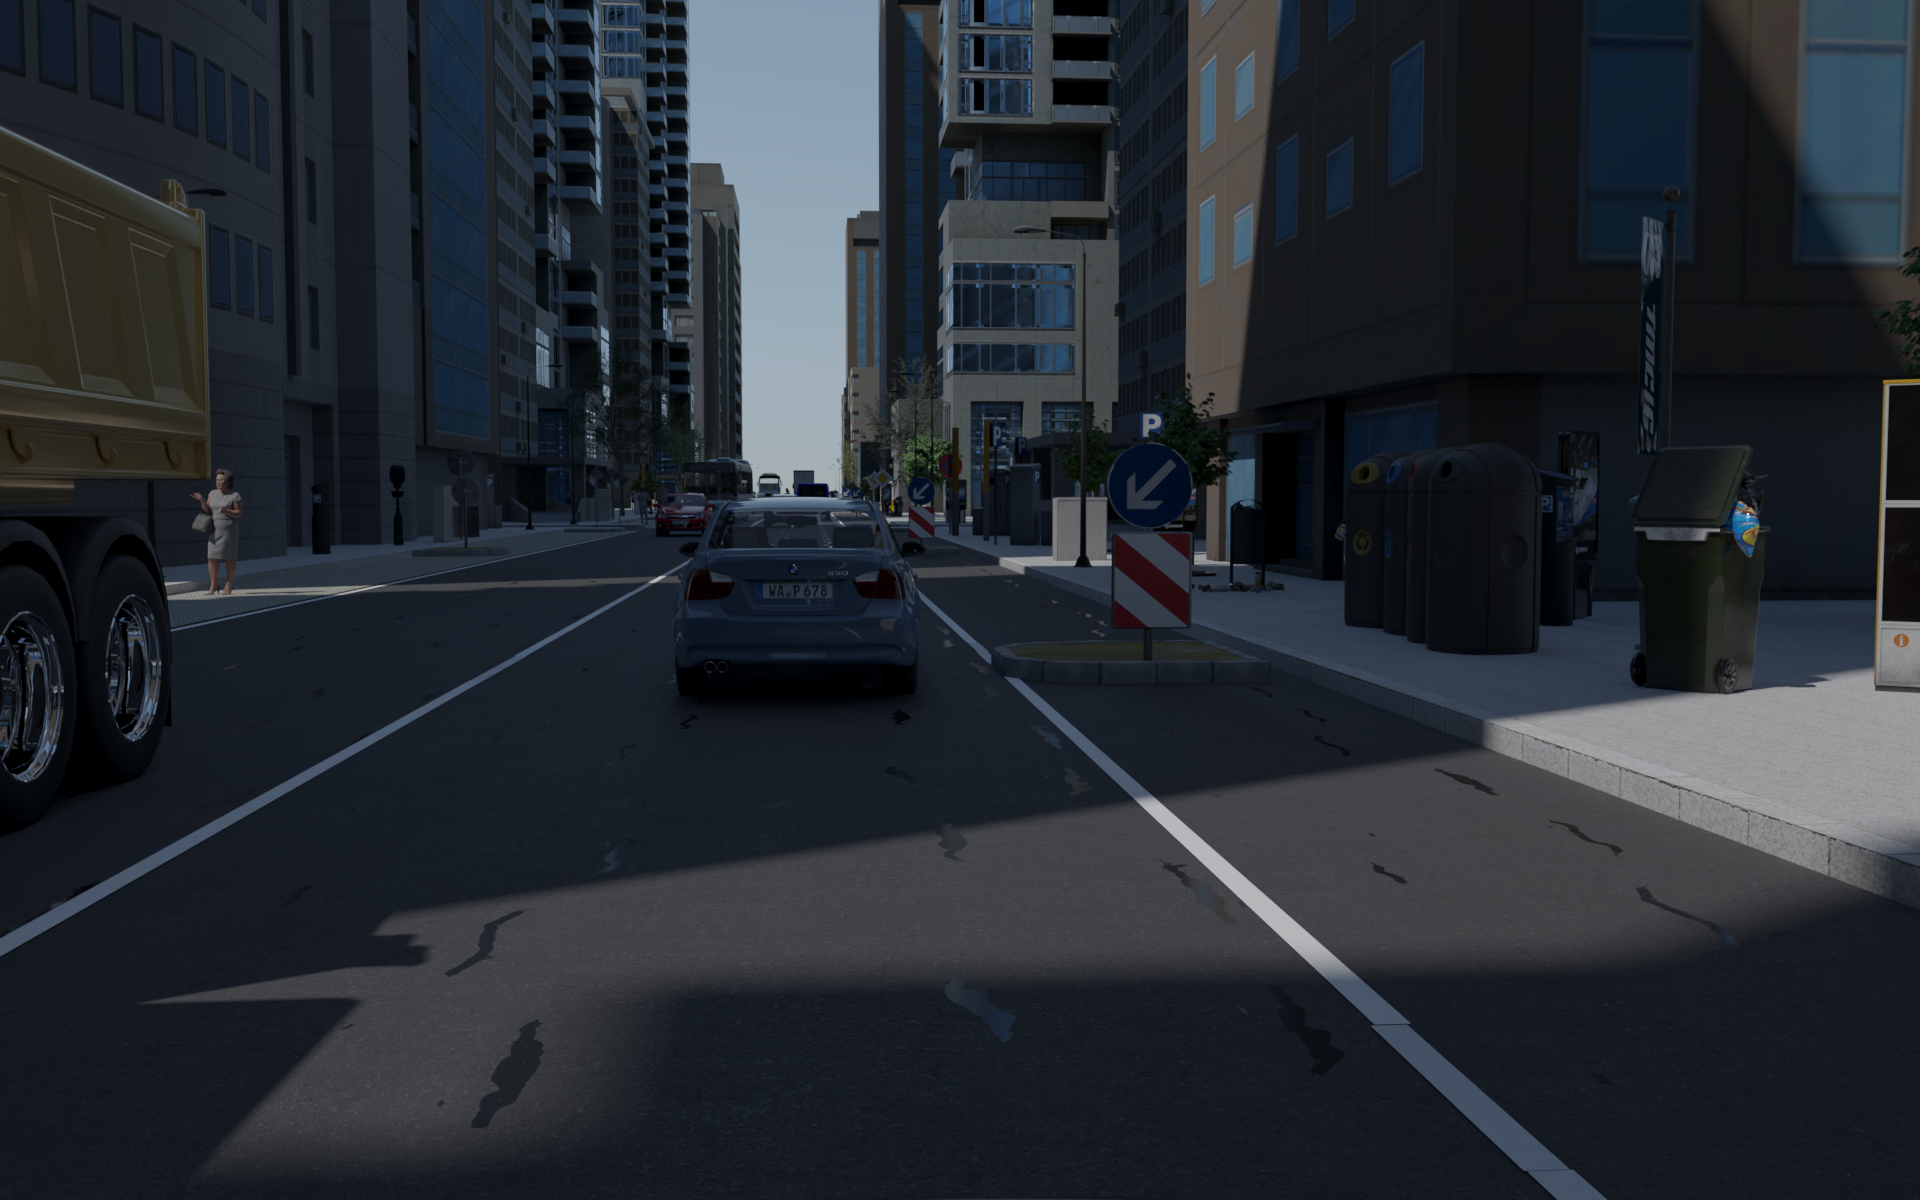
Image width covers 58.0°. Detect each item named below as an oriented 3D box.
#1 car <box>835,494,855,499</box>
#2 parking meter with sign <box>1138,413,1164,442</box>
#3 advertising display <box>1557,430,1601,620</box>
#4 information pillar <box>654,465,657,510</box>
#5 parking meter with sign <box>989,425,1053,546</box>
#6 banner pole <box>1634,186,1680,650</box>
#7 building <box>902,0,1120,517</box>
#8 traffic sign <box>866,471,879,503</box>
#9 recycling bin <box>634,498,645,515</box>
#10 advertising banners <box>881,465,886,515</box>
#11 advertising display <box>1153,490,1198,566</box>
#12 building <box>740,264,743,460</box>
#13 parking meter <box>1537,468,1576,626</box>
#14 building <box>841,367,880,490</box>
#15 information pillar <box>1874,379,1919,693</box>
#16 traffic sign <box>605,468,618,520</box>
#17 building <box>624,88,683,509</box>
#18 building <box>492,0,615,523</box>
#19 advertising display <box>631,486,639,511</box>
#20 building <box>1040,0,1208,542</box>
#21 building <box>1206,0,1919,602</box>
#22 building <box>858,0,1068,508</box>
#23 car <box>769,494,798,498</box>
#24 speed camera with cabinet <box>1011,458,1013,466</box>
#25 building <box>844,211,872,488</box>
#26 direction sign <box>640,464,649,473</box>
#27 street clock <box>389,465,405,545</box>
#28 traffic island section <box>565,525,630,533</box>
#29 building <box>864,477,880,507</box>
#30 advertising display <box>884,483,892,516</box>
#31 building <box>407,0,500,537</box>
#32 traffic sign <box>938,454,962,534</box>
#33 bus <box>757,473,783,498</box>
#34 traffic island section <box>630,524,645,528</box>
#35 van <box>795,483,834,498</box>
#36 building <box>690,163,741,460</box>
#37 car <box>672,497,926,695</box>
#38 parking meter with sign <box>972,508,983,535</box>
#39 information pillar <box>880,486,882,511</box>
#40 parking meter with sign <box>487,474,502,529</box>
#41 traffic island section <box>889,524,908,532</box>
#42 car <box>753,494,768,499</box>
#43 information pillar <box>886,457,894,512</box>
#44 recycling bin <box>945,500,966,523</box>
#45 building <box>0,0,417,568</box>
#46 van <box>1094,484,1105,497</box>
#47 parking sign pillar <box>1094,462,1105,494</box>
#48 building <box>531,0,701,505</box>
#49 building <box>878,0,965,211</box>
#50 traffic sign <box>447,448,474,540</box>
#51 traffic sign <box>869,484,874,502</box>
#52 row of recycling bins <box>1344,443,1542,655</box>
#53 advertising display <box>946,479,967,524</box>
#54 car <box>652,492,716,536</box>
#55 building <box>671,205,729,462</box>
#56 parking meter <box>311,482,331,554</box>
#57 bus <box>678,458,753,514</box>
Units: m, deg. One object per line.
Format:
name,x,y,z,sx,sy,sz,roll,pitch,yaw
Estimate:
car,-9.070,-7.765,135.746,1.959,1.807,4.718,0,4,-6
parking meter with sign,4.156,-2.451,36.328,0.543,3.016,1.738,0,4,-4
advertising display,6.337,-0.768,17.770,0.123,1.923,0.974,3,4,38
information pillar,-24.685,-9.103,140.193,0.183,3.616,0.504,-1,4,-15
parking meter with sign,1.632,-2.882,43.377,1.738,3.016,0.543,2,4,28
banner pole,5.625,-1.467,14.007,0.401,3.779,0.863,3,5,41
building,7.391,-48.825,110.956,22.319,86.520,31.000,0,4,-5
traffic sign,-3.644,-4.315,74.192,0.795,2.450,0.064,0,4,-5
recycling bin,-20.024,-5.857,108.319,0.722,1.027,0.722,-1,4,-15
advertising banners,-4.636,-6.665,105.167,0.090,3.025,2.074,0,4,4
advertising display,3.790,-1.571,30.894,0.974,1.923,0.123,-1,4,-22
building,-44.813,-37.590,298.197,14.154,41.232,14.086,0,4,-5
parking meter,5.809,-0.521,16.925,0.372,1.533,0.369,0,3,0
building,-6.171,-27.543,295.362,27.650,21.520,28.899,0,4,-5
information pillar,6.156,-0.415,11.270,0.304,2.012,0.304,2,4,31
traffic sign,-17.192,-5.235,85.700,0.768,2.556,0.104,0,4,-3
building,-41.198,-28.506,157.947,32.217,40.220,23.993,0,4,-5
building,-33.904,-23.930,83.137,32.217,40.220,23.993,0,4,-5
advertising display,-24.461,-7.710,131.279,0.974,1.923,0.123,1,4,18
building,18.194,-22.160,54.198,32.217,40.220,23.993,0,4,-5
building,11.917,-23.012,26.350,14.600,45.320,14.200,0,4,-5
building,-0.748,-54.743,207.713,22.319,86.520,31.000,0,4,-5
car,-7.665,-4.034,75.747,2.009,1.686,4.222,0,4,-4
speed camera with cabinet,2.166,-6.137,94.671,2.038,3.252,0.660,3,5,40
building,-10.936,-38.075,272.632,14.600,45.320,14.200,0,4,-5
direction sign,-23.510,-8.389,129.161,0.876,3.537,0.379,2,4,32
street clock,-14.085,-2.375,43.396,0.358,2.002,0.471,-3,5,-40
traffic island section,-13.730,-2.636,65.384,2.009,0.180,2.903,0,4,-5
building,6.103,-29.987,182.172,32.217,40.220,23.993,0,4,-5
advertising display,-4.277,-5.907,101.786,0.123,1.923,0.974,-2,4,-29
building,-23.199,-24.717,54.239,14.200,45.320,14.600,0,4,-5
traffic sign,-0.308,-3.377,55.321,0.768,2.556,0.104,0,4,-2
bus,-22.425,-12.984,203.833,2.896,3.916,12.252,0,4,-7
traffic island section,-14.423,-3.123,73.340,2.009,0.180,2.903,0,4,-5
van,-8.216,-5.681,97.275,2.240,2.365,5.245,0,4,-4
building,-43.531,-38.654,255.694,21.300,48.544,21.600,0,4,-5
car,-1.252,-0.104,13.707,2.014,1.417,4.499,0,4,-4
parking meter with sign,1.174,-3.494,53.387,1.738,3.016,0.543,2,4,34
information pillar,-5.365,-7.117,120.858,0.304,2.012,0.304,1,4,15
parking meter with sign,-17.847,-4.198,64.891,1.738,3.016,0.543,3,4,36
traffic island section,-2.929,-2.693,66.316,2.009,0.180,2.903,0,4,-5
car,-20.125,-10.042,172.990,1.959,1.807,4.718,0,4,-6
information pillar,-4.417,-7.231,109.576,0.504,3.616,0.183,1,4,14
recycling bin,-0.195,-3.938,76.932,0.722,1.027,0.722,1,4,23
building,-24.264,-29.927,31.310,21.231,58.520,28.212,0,4,-5
van,7.593,-3.976,72.011,4.112,2.044,2.013,0,4,-5
parking sign pillar,6.274,-5.285,74.879,1.447,3.967,1.447,-2,4,-25
building,-38.871,-53.324,184.523,22.319,86.520,31.000,0,4,-5
building,0.532,-30.102,142.277,14.600,45.320,14.200,0,4,-5
traffic sign,-13.936,-2.949,48.326,0.768,2.556,0.104,0,4,-1
traffic sign,-6.047,-7.421,121.444,0.768,2.556,0.104,0,4,-3
row of recycling bins,4.278,-0.513,15.495,1.069,1.692,3.534,0,4,-1
advertising display,-0.157,-4.302,75.547,0.974,1.923,0.123,2,4,27
car,-9.554,-3.128,60.183,2.155,1.783,4.494,0,4,-5
building,-39.176,-33.908,237.989,14.154,41.232,14.086,0,4,-5
parking meter,-13.645,-1.747,36.969,0.372,1.533,0.369,0,3,0
bus,-12.110,-5.649,87.223,2.948,3.499,13.247,0,4,-3
